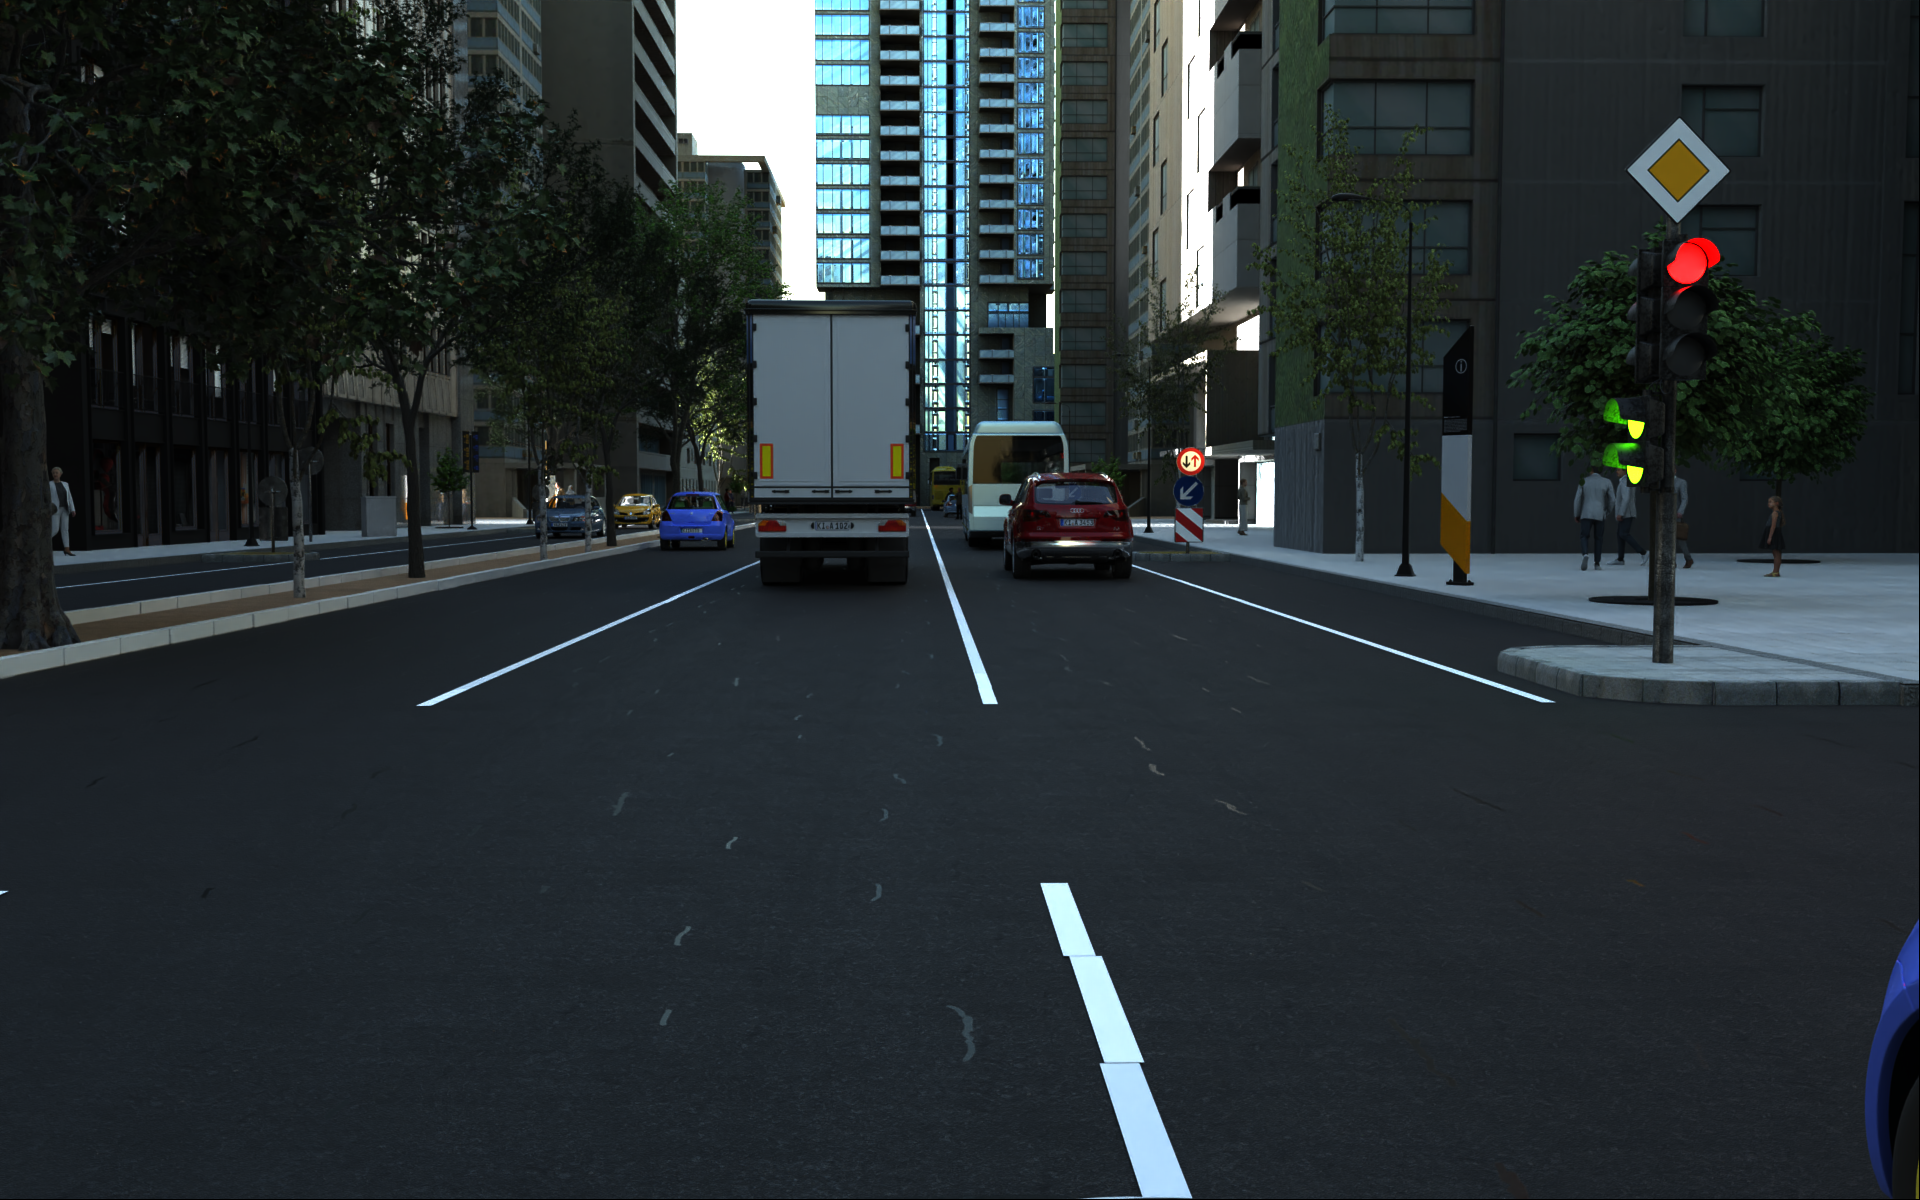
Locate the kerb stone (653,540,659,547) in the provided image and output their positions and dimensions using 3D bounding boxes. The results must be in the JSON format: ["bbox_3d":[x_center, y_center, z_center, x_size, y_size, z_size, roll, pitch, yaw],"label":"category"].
[{"bbox_3d":[-8.335,-1.501,46.741,0.120,0.150,1.000,0,4,-1],"label":"kerb stone"}]

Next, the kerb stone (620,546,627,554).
[{"bbox_3d":[-8.207,-1.182,41.623,0.120,0.150,1.000,0,4,-1],"label":"kerb stone"}]

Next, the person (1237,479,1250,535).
[{"bbox_3d":[8.845,-2.892,53.869,0.362,1.759,0.519,-1,4,-9],"label":"person"}]

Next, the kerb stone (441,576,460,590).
[{"bbox_3d":[-7.811,-0.241,26.234,0.120,0.150,1.000,0,4,-1],"label":"kerb stone"}]

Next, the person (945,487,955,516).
[{"bbox_3d":[-0.569,-6.510,114.562,1.348,1.869,0.705,-3,5,-44],"label":"person"}]

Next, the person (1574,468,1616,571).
[{"bbox_3d":[10.674,-1.422,29.134,0.661,1.843,0.795,1,4,20],"label":"person"}]

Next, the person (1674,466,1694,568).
[{"bbox_3d":[12.309,-1.453,29.920,0.853,1.813,0.709,-2,4,-32],"label":"person"}]

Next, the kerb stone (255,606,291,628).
[{"bbox_3d":[-7.635,0.193,19.058,0.120,0.150,1.000,0,4,-1],"label":"kerb stone"}]

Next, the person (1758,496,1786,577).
[{"bbox_3d":[12.550,-0.981,26.753,0.373,1.253,0.362,2,4,34],"label":"person"}]

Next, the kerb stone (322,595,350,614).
[{"bbox_3d":[-7.694,0.066,21.110,0.120,0.150,1.000,0,4,-1],"label":"kerb stone"}]

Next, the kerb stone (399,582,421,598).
[{"bbox_3d":[-7.763,-0.121,24.186,0.120,0.150,1.000,0,4,-1],"label":"kerb stone"}]

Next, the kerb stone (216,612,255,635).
[{"bbox_3d":[-7.612,0.256,18.011,0.120,0.150,1.000,0,4,-1],"label":"kerb stone"}]

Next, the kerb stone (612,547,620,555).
[{"bbox_3d":[-8.185,-1.115,40.593,0.120,0.150,1.000,0,4,-1],"label":"kerb stone"}]

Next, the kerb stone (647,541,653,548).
[{"bbox_3d":[-8.313,-1.439,45.719,0.120,0.150,1.000,0,4,-1],"label":"kerb stone"}]

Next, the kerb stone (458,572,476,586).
[{"bbox_3d":[-7.844,-0.309,27.255,0.120,0.150,1.000,0,4,-1],"label":"kerb stone"}]

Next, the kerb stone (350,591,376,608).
[{"bbox_3d":[-7.714,0.008,22.137,0.120,0.150,1.000,0,4,-1],"label":"kerb stone"}]

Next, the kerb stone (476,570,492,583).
[{"bbox_3d":[-7.870,-0.372,28.277,0.120,0.150,1.000,0,4,-1],"label":"kerb stone"}]

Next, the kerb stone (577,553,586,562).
[{"bbox_3d":[-8.084,-0.868,36.493,0.120,0.150,1.000,0,4,-1],"label":"kerb stone"}]

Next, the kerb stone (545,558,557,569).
[{"bbox_3d":[-7.997,-0.686,33.408,0.120,0.150,1.000,0,4,-1],"label":"kerb stone"}]

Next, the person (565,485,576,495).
[{"bbox_3d":[-19.999,-5.047,89.296,0.721,1.736,1.217,2,4,33],"label":"person"}]

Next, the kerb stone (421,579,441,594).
[{"bbox_3d":[-7.795,-0.184,25.209,0.120,0.150,1.000,0,4,-1],"label":"kerb stone"}]

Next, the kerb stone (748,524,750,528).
[{"bbox_3d":[-8.989,-3.069,72.369,0.120,0.150,1.000,0,4,-1],"label":"kerb stone"}]

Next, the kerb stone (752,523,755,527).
[{"bbox_3d":[-9.038,-3.195,74.429,0.120,0.150,1.000,0,4,-1],"label":"kerb stone"}]

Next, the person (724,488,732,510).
[{"bbox_3d":[-16.436,-6.972,122.458,0.705,1.831,1.348,-2,4,-28],"label":"person"}]

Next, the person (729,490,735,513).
[{"bbox_3d":[-16.796,-7.210,126.906,0.617,1.759,0.750,-1,4,-12],"label":"person"}]

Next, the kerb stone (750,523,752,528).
[{"bbox_3d":[-9.016,-3.132,73.400,0.120,0.150,1.000,0,4,-1],"label":"kerb stone"}]

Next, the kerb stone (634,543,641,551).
[{"bbox_3d":[-8.258,-1.313,43.666,0.120,0.150,1.000,0,4,-1],"label":"kerb stone"}]

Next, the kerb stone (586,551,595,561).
[{"bbox_3d":[-8.108,-0.936,37.518,0.120,0.150,1.000,0,4,-1],"label":"kerb stone"}]

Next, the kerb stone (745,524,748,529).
[{"bbox_3d":[-8.962,-3.006,71.347,0.120,0.150,1.000,0,4,-1],"label":"kerb stone"}]

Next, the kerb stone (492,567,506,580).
[{"bbox_3d":[-7.900,-0.435,29.308,0.120,0.150,1.000,0,4,-1],"label":"kerb stone"}]

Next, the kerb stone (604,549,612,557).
[{"bbox_3d":[-8.159,-1.057,39.571,0.120,0.150,1.000,0,4,-1],"label":"kerb stone"}]

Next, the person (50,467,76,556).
[{"bbox_3d":[-18.765,-1.836,35.944,0.818,1.842,0.514,1,4,12],"label":"person"}]

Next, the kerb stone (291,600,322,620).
[{"bbox_3d":[-7.667,0.133,20.086,0.120,0.150,1.000,0,4,-1],"label":"kerb stone"}]

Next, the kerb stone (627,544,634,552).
[{"bbox_3d":[-8.228,-1.251,42.645,0.120,0.150,1.000,0,4,-1],"label":"kerb stone"}]

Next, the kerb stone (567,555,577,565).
[{"bbox_3d":[-8.048,-0.812,35.465,0.120,0.150,1.000,0,4,-1],"label":"kerb stone"}]

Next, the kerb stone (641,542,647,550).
[{"bbox_3d":[-8.281,-1.375,44.689,0.120,0.150,1.000,0,4,-1],"label":"kerb stone"}]

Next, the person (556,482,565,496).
[{"bbox_3d":[-18.697,-4.578,80.809,0.656,1.842,0.836,0,4,5],"label":"person"}]

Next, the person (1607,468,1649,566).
[{"bbox_3d":[12.054,-1.545,31.150,0.795,1.843,0.661,2,4,32],"label":"person"}]

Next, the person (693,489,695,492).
[{"bbox_3d":[-16.048,-5.828,104.310,1.217,1.766,0.721,0,4,5],"label":"person"}]

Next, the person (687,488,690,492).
[{"bbox_3d":[-20.192,-7.433,128.300,0.721,1.736,1.217,0,4,-7],"label":"person"}]

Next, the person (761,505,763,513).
[{"bbox_3d":[-10.903,-5.266,94.589,1.348,1.826,0.705,2,4,35],"label":"person"}]

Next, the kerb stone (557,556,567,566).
[{"bbox_3d":[-8.027,-0.739,34.444,0.120,0.150,1.000,0,4,-1],"label":"kerb stone"}]

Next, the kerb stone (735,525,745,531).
[{"bbox_3d":[-8.930,-2.943,70.318,0.120,0.150,1.000,0,4,-1],"label":"kerb stone"}]

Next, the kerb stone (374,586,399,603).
[{"bbox_3d":[-7.742,-0.059,23.158,0.120,0.150,1.000,0,4,-1],"label":"kerb stone"}]

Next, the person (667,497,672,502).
[{"bbox_3d":[-16.361,-5.637,100.661,1.348,1.824,0.705,0,4,-5],"label":"person"}]

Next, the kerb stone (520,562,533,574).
[{"bbox_3d":[-7.944,-0.560,31.352,0.120,0.150,1.000,0,4,-1],"label":"kerb stone"}]

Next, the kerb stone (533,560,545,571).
[{"bbox_3d":[-7.975,-0.623,32.386,0.120,0.150,1.000,0,4,-1],"label":"kerb stone"}]

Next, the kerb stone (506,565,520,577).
[{"bbox_3d":[-7.919,-0.492,30.330,0.120,0.150,1.000,0,4,-1],"label":"kerb stone"}]

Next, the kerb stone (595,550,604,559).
[{"bbox_3d":[-8.132,-1.000,38.548,0.120,0.150,1.000,0,4,-1],"label":"kerb stone"}]

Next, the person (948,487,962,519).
[{"bbox_3d":[-0.053,-5.464,97.980,1.348,1.807,0.705,-2,4,-33],"label":"person"}]
